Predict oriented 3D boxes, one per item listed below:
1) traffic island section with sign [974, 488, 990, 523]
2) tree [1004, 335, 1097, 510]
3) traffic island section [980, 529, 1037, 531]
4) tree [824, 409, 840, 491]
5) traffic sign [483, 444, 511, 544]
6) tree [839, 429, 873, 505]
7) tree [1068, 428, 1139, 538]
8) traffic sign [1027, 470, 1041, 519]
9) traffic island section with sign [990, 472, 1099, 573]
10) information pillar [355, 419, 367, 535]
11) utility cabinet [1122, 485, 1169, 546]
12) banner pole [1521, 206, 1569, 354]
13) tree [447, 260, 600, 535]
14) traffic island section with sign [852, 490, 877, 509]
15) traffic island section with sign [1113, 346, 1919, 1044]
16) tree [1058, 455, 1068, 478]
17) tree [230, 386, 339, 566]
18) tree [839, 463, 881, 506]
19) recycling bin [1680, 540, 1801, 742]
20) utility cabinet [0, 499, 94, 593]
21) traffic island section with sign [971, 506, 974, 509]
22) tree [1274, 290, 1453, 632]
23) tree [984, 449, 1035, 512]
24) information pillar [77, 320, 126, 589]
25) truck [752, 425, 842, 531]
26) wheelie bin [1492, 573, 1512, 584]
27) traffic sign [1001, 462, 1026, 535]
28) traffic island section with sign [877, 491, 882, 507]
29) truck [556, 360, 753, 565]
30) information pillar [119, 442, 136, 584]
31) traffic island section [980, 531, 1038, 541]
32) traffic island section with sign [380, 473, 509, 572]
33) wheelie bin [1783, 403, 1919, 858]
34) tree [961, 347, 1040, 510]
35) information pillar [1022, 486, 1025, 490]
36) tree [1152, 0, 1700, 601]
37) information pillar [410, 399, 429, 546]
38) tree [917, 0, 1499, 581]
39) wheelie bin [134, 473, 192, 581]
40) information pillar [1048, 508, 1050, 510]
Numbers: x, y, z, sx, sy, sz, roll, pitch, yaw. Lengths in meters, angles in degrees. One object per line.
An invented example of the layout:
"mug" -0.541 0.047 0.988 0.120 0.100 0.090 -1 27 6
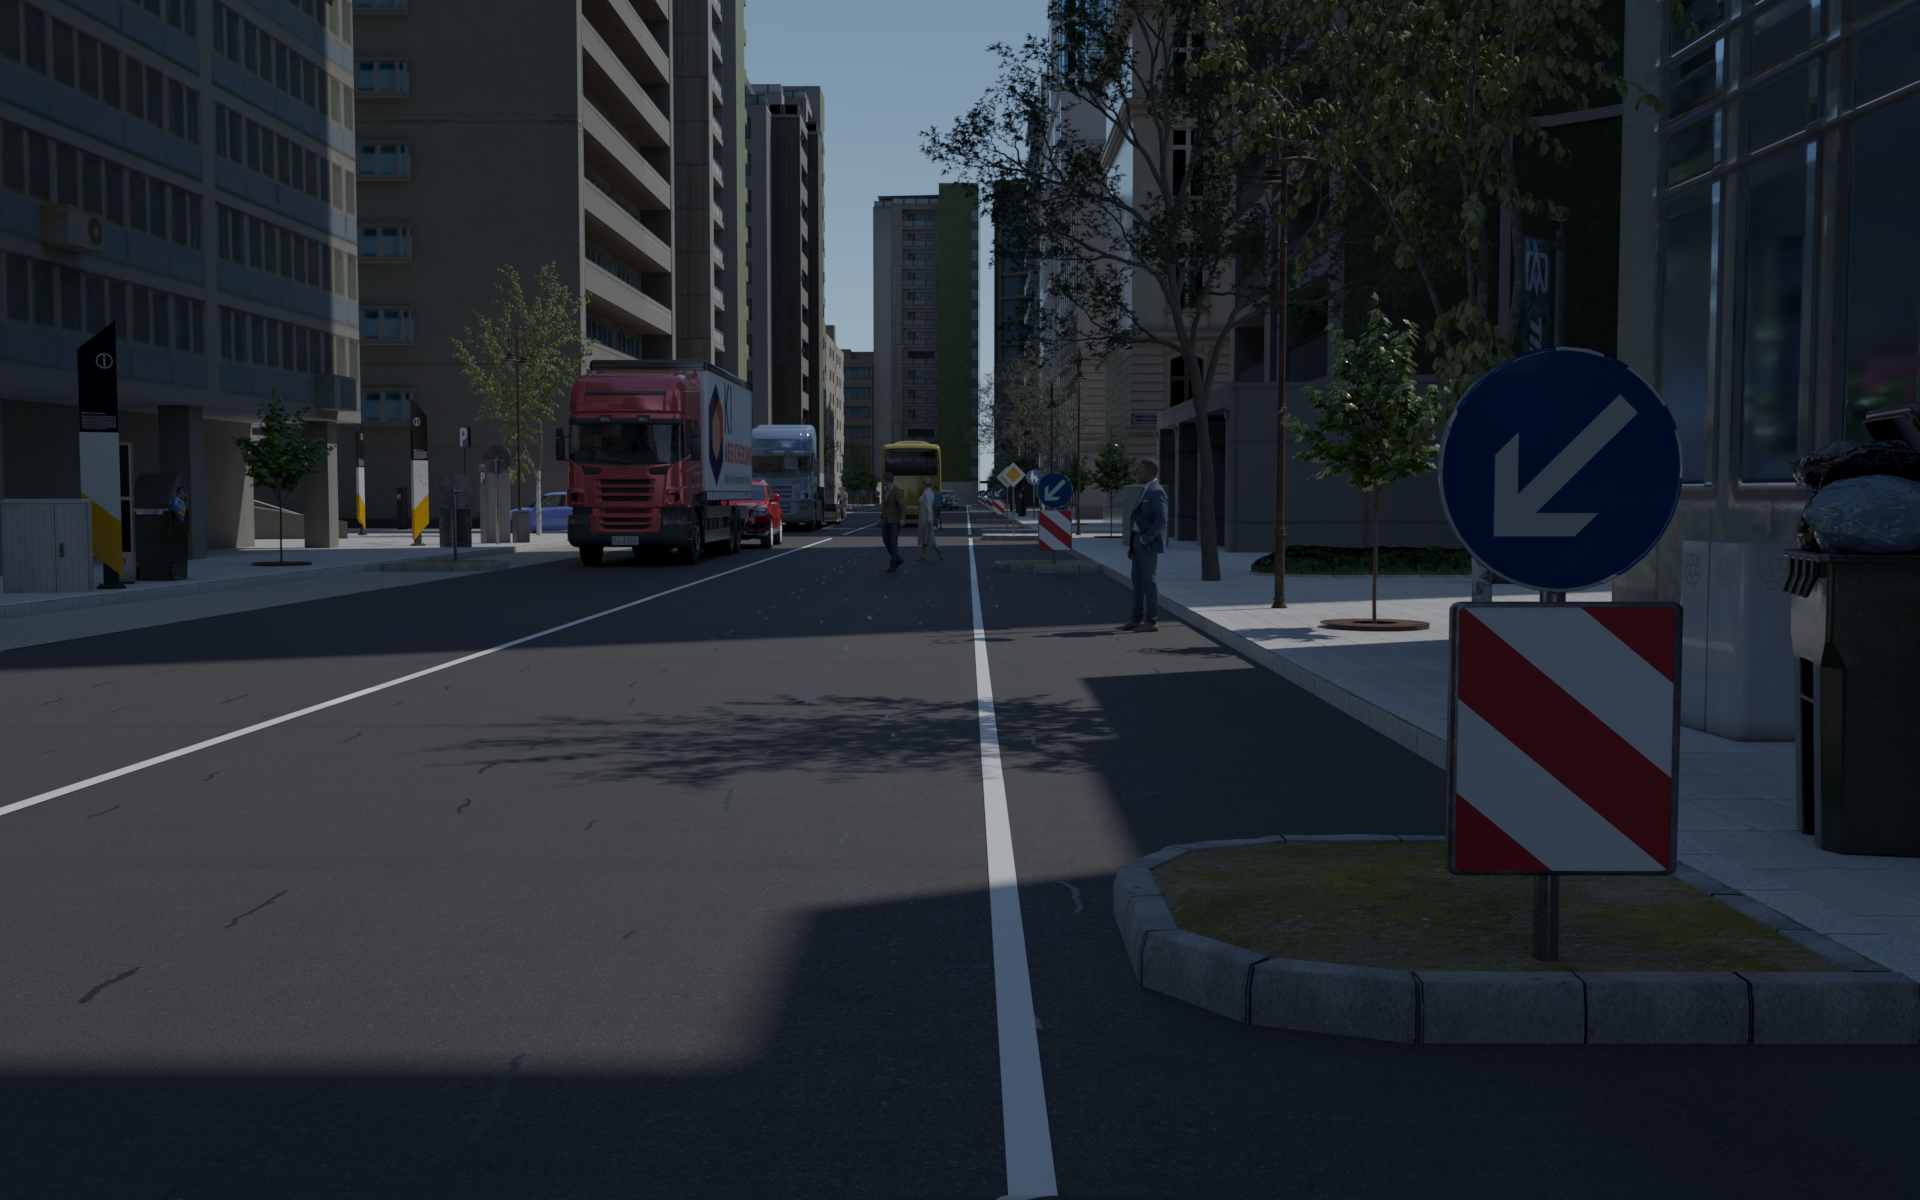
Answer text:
"traffic island section with sign" 1.817 -4.837 87.719 1.989 1.847 2.006 0 4 0
"tree" 4.134 -8.000 81.165 4.360 8.622 3.978 0 3 0
"traffic island section" 1.725 -2.460 62.509 2.009 0.180 2.903 0 4 0
"tree" -11.733 -11.687 141.441 4.360 8.622 3.978 0 3 0
"traffic sign" -11.831 -2.699 44.241 0.768 2.556 0.104 1 4 10
"tree" -11.530 -14.935 194.548 4.737 8.622 4.395 0 3 0
"tree" 4.309 -3.425 50.607 1.663 3.219 1.824 0 3 0
"traffic sign" 3.851 -5.499 90.013 0.768 2.556 0.104 0 4 3
"traffic island section with sign" 1.627 -1.455 32.411 1.989 1.847 2.006 0 4 0
"information pillar" -18.633 -3.821 53.820 0.183 3.616 0.504 0 4 0
"utility cabinet" 4.525 -2.059 42.342 1.173 1.500 0.318 3 5 40
"banner pole" 5.062 -1.530 15.030 0.863 3.779 0.401 -3 5 -42
"tree" -13.412 -6.334 53.931 4.737 8.622 4.395 0 3 0
"traffic island section with sign" -9.185 -9.529 164.434 1.989 1.847 2.006 0 4 0
"traffic island section with sign" 1.518 0.194 5.456 1.989 1.847 2.006 0 4 0
"tree" 4.810 -4.781 72.769 1.663 3.219 1.824 0 3 0
"tree" -12.356 -2.240 31.225 1.663 3.219 1.824 0 3 0
"tree" -11.371 -12.326 185.237 4.285 4.588 4.351 0 3 0
"recycling bin" 4.363 0.199 9.294 0.722 1.027 0.722 0 4 -3
"utility cabinet" -11.903 -0.699 22.597 1.020 1.237 0.306 -1 4 -16
"traffic island section with sign" 1.910 -6.540 115.557 1.989 1.847 2.006 0 4 0
"tree" 3.849 -1.343 16.567 1.663 3.219 1.824 0 3 0
"tree" 3.856 -8.713 126.165 4.285 4.588 4.351 0 3 0
"information pillar" -11.557 -1.954 23.295 0.504 3.616 0.183 -2 4 -32
"truck" -6.810 -5.106 73.246 2.967 4.110 18.799 0 4 0
"wheelie bin" 7.742 -1.040 24.911 0.693 1.594 0.980 0 4 7
"traffic sign" 1.674 -3.107 54.447 0.795 2.450 0.064 0 4 0
"traffic island section with sign" -9.084 -11.178 191.389 1.989 1.847 2.006 0 4 0
"truck" -6.494 -3.031 38.466 2.839 4.237 11.283 0 3 0
"information pillar" -11.940 -1.235 24.680 0.304 2.012 0.304 -1 4 -21
"traffic island section" 1.698 -1.972 54.524 2.009 0.180 2.903 0 4 0
"traffic island section with sign" -9.639 -1.471 32.672 1.989 1.847 2.006 0 4 0
"wheelie bin" 3.381 0.099 6.293 0.693 1.594 0.980 1 4 14
"tree" 5.118 -14.285 143.928 12.009 13.543 11.850 0 3 0
"information pillar" 4.828 -8.612 132.159 0.183 3.616 0.504 1 4 16
"tree" 3.456 -3.774 12.070 4.737 8.622 4.395 0 3 0
"information pillar" -13.361 -3.145 42.784 0.183 3.616 0.504 2 4 30
"tree" 3.705 -5.582 25.673 8.767 10.594 7.601 0 4 -6
"wheelie bin" -11.892 -1.090 25.736 0.980 1.594 0.693 0 4 5
"information pillar" 4.108 -4.406 76.534 0.304 2.012 0.304 2 4 30
